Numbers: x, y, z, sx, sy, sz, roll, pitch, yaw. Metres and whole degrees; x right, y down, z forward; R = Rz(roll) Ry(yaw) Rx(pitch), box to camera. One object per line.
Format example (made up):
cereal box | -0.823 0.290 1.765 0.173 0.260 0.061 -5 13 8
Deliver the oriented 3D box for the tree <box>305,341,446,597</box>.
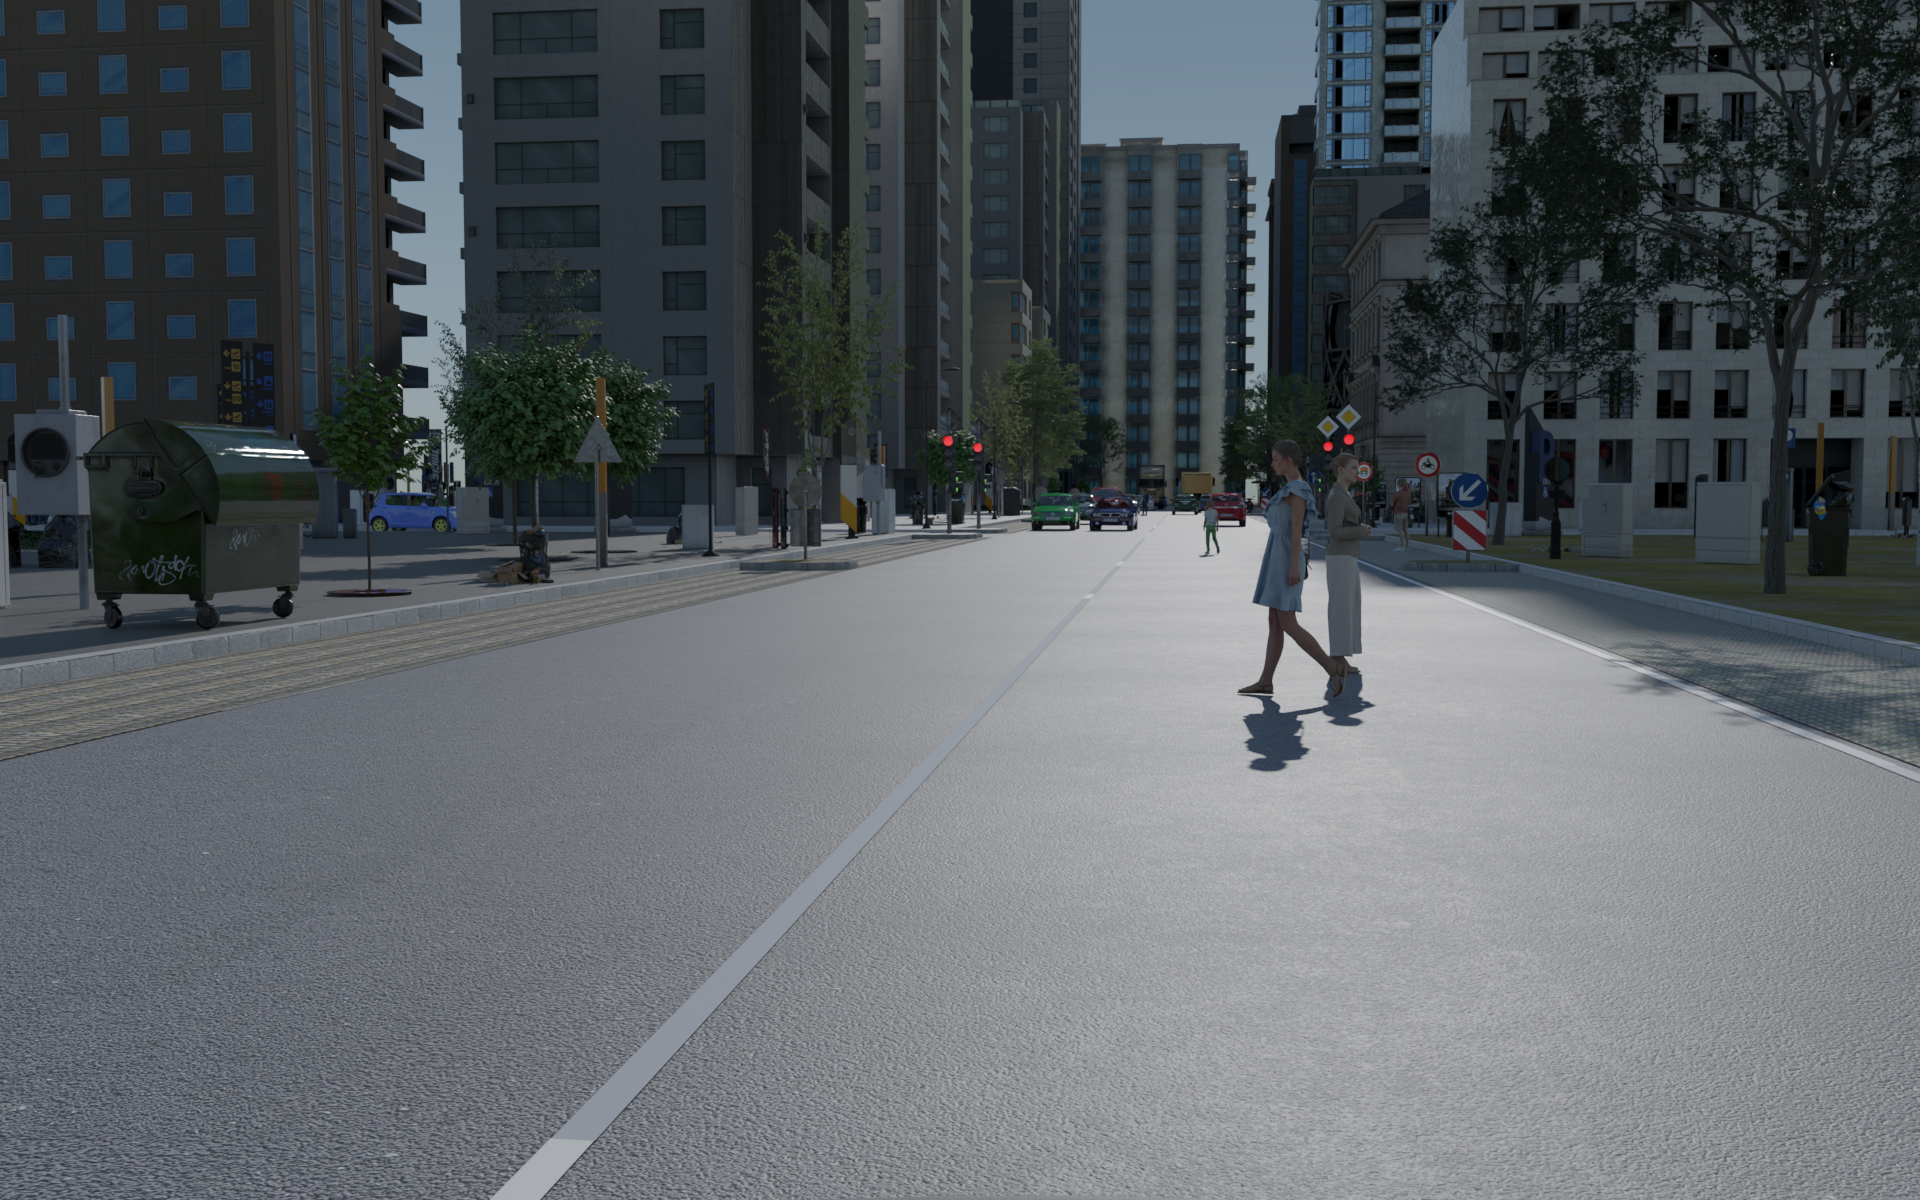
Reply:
tree | -7.393 -1.676 22.011 1.663 3.219 1.824 0 3 0

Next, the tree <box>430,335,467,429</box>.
tree | -22.239 -7.901 79.545 4.737 8.622 4.395 0 3 0

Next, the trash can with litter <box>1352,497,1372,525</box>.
trash can with litter | 16.530 -3.648 71.030 1.055 1.170 0.624 2 4 31

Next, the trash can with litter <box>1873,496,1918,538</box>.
trash can with litter | 27.976 -2.474 51.503 1.678 1.210 2.233 3 4 36

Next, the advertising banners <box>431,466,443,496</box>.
advertising banners | -32.638 -6.814 107.591 2.074 3.025 0.090 3 5 43

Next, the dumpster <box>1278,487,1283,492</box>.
dumpster | 23.546 -7.278 124.756 1.264 1.857 1.865 0 4 7

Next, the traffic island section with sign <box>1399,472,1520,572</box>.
traffic island section with sign | 9.340 -1.463 32.554 1.989 1.847 2.006 0 4 7

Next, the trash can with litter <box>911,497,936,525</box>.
trash can with litter | -1.526 -3.734 72.444 1.055 1.170 0.624 0 4 4

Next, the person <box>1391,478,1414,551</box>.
person | 11.091 -2.138 43.434 0.573 1.828 0.580 1 4 10

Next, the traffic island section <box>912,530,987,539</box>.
traffic island section | -0.365 -2.063 56.016 2.009 0.180 2.903 0 4 7

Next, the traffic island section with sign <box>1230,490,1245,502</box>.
traffic island section with sign | 26.445 -9.479 163.611 1.989 1.847 2.006 0 4 7

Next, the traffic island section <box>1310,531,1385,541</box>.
traffic island section | 12.170 -1.963 54.380 2.009 0.180 2.903 0 4 7

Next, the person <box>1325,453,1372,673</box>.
person | 3.104 -0.294 13.854 0.362 1.759 0.519 1 4 17

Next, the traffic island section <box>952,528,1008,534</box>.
traffic island section | 0.669 -2.548 63.934 2.009 0.180 2.903 0 4 7

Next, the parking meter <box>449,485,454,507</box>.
parking meter | -33.000 -6.534 112.541 0.255 1.863 0.399 0 4 1

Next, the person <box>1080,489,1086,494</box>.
person | 9.275 -7.518 131.434 0.660 1.820 0.620 1 4 8

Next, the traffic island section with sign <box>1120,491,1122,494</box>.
traffic island section with sign | 17.794 -11.251 192.579 1.989 1.847 2.006 0 4 7

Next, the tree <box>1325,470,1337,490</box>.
tree | 17.634 -5.226 80.045 1.663 3.219 1.824 0 3 0

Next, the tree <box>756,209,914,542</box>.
tree | -3.575 -5.843 45.895 4.737 8.622 4.395 0 3 0

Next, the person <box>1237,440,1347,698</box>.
person | 2.359 -0.223 12.234 0.778 1.811 0.616 1 4 23

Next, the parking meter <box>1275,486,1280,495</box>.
parking meter | 24.427 -7.805 133.321 0.399 1.863 0.255 -3 5 -40

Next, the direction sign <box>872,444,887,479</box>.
direction sign | -3.773 -5.535 82.495 0.379 3.537 0.876 1 4 9

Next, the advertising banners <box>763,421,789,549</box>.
advertising banners | -4.377 -2.744 41.056 0.090 3.025 2.074 -1 4 -21

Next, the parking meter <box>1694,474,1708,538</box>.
parking meter | 21.697 -2.753 50.723 0.255 1.863 0.399 3 5 43

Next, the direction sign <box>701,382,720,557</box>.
direction sign | -5.144 -2.668 35.616 0.379 3.537 0.876 -1 4 -20

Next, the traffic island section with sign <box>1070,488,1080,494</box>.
traffic island section with sign | 7.678 -6.507 115.017 1.989 1.847 2.006 0 4 7

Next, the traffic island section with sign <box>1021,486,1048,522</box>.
traffic island section with sign | 4.179 -4.872 88.289 1.989 1.847 2.006 0 4 7

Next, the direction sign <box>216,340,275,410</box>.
direction sign | -10.596 -2.071 25.855 0.379 3.537 0.876 2 4 33

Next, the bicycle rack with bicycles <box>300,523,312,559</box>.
bicycle rack with bicycles | -13.947 -1.241 33.670 2.852 0.926 2.925 1 4 16

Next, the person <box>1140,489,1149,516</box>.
person | 12.314 -6.513 115.166 0.419 1.800 0.721 -2 4 -31

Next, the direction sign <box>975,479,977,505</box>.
direction sign | 1.283 -8.937 138.114 0.379 3.537 0.876 0 4 6

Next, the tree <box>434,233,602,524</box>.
tree | -12.117 -5.995 48.381 4.360 8.622 3.978 0 3 0

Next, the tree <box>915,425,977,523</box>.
tree | -0.430 -5.720 77.229 4.285 4.588 4.351 0 3 0

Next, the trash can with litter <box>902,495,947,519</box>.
trash can with litter | -1.808 -4.838 90.151 2.233 1.210 1.678 1 4 11

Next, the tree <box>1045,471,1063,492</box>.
tree | 7.282 -8.754 137.726 1.663 3.219 1.824 0 3 0

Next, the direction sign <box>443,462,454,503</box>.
direction sign | -36.250 -8.004 122.855 0.876 3.537 0.379 1 4 23

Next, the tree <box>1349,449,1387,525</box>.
tree | 17.071 -4.790 72.926 1.663 3.219 1.824 0 3 0

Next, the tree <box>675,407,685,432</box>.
tree | -7.746 -3.318 37.969 4.285 4.588 4.351 0 3 0

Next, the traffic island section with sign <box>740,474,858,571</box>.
traffic island section with sign | -3.018 -1.501 33.165 1.989 1.847 2.006 0 4 7

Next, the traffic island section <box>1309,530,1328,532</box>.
traffic island section | 13.204 -2.448 62.298 2.009 0.180 2.903 0 4 7

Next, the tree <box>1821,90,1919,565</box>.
tree | 17.390 -4.929 30.947 4.360 8.622 3.978 0 3 0

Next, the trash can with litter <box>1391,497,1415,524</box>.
trash can with litter | 18.715 -3.772 73.054 1.055 1.170 0.624 3 5 43

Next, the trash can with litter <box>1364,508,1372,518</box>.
trash can with litter | 21.445 -4.999 92.787 1.678 1.210 2.233 -3 5 -39

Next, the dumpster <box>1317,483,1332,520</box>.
dumpster | 18.649 -4.978 87.145 1.264 1.857 1.865 0 4 7

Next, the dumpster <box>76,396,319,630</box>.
dumpster | -7.517 -0.897 17.156 1.502 2.255 1.985 0 4 7

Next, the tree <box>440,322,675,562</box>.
tree | -8.172 -3.031 33.276 4.285 4.588 4.351 0 3 0

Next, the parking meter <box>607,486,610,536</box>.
parking meter | -10.922 -2.732 53.077 0.372 1.533 0.369 0 3 0

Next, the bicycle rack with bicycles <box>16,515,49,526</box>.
bicycle rack with bicycles | -38.393 -3.505 70.694 2.852 0.926 2.925 2 4 28

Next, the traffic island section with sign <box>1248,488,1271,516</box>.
traffic island section with sign | 19.918 -6.424 113.658 1.989 1.847 2.006 0 4 7

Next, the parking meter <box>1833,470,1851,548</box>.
parking meter | 21.137 -2.194 41.590 0.399 1.863 0.255 1 4 15

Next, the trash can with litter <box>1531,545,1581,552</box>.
trash can with litter | 13.789 -1.674 38.426 2.233 1.210 1.678 1 4 9

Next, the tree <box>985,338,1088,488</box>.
tree | 5.585 -12.678 125.412 7.486 12.596 7.792 0 3 0

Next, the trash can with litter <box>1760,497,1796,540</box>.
trash can with litter | 22.460 -2.311 48.849 2.233 1.210 1.678 1 4 18

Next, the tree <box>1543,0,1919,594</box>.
tree | 10.225 -5.349 21.867 7.601 10.594 8.767 -2 4 -35

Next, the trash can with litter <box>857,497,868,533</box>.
trash can with litter | -3.420 -2.775 56.752 0.624 1.170 1.055 -1 4 -22

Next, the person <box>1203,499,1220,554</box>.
person | 6.019 -1.753 41.411 0.306 1.304 0.590 -1 4 -20

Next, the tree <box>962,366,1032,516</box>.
tree | 2.246 -9.071 98.678 4.360 8.622 3.978 0 3 0
